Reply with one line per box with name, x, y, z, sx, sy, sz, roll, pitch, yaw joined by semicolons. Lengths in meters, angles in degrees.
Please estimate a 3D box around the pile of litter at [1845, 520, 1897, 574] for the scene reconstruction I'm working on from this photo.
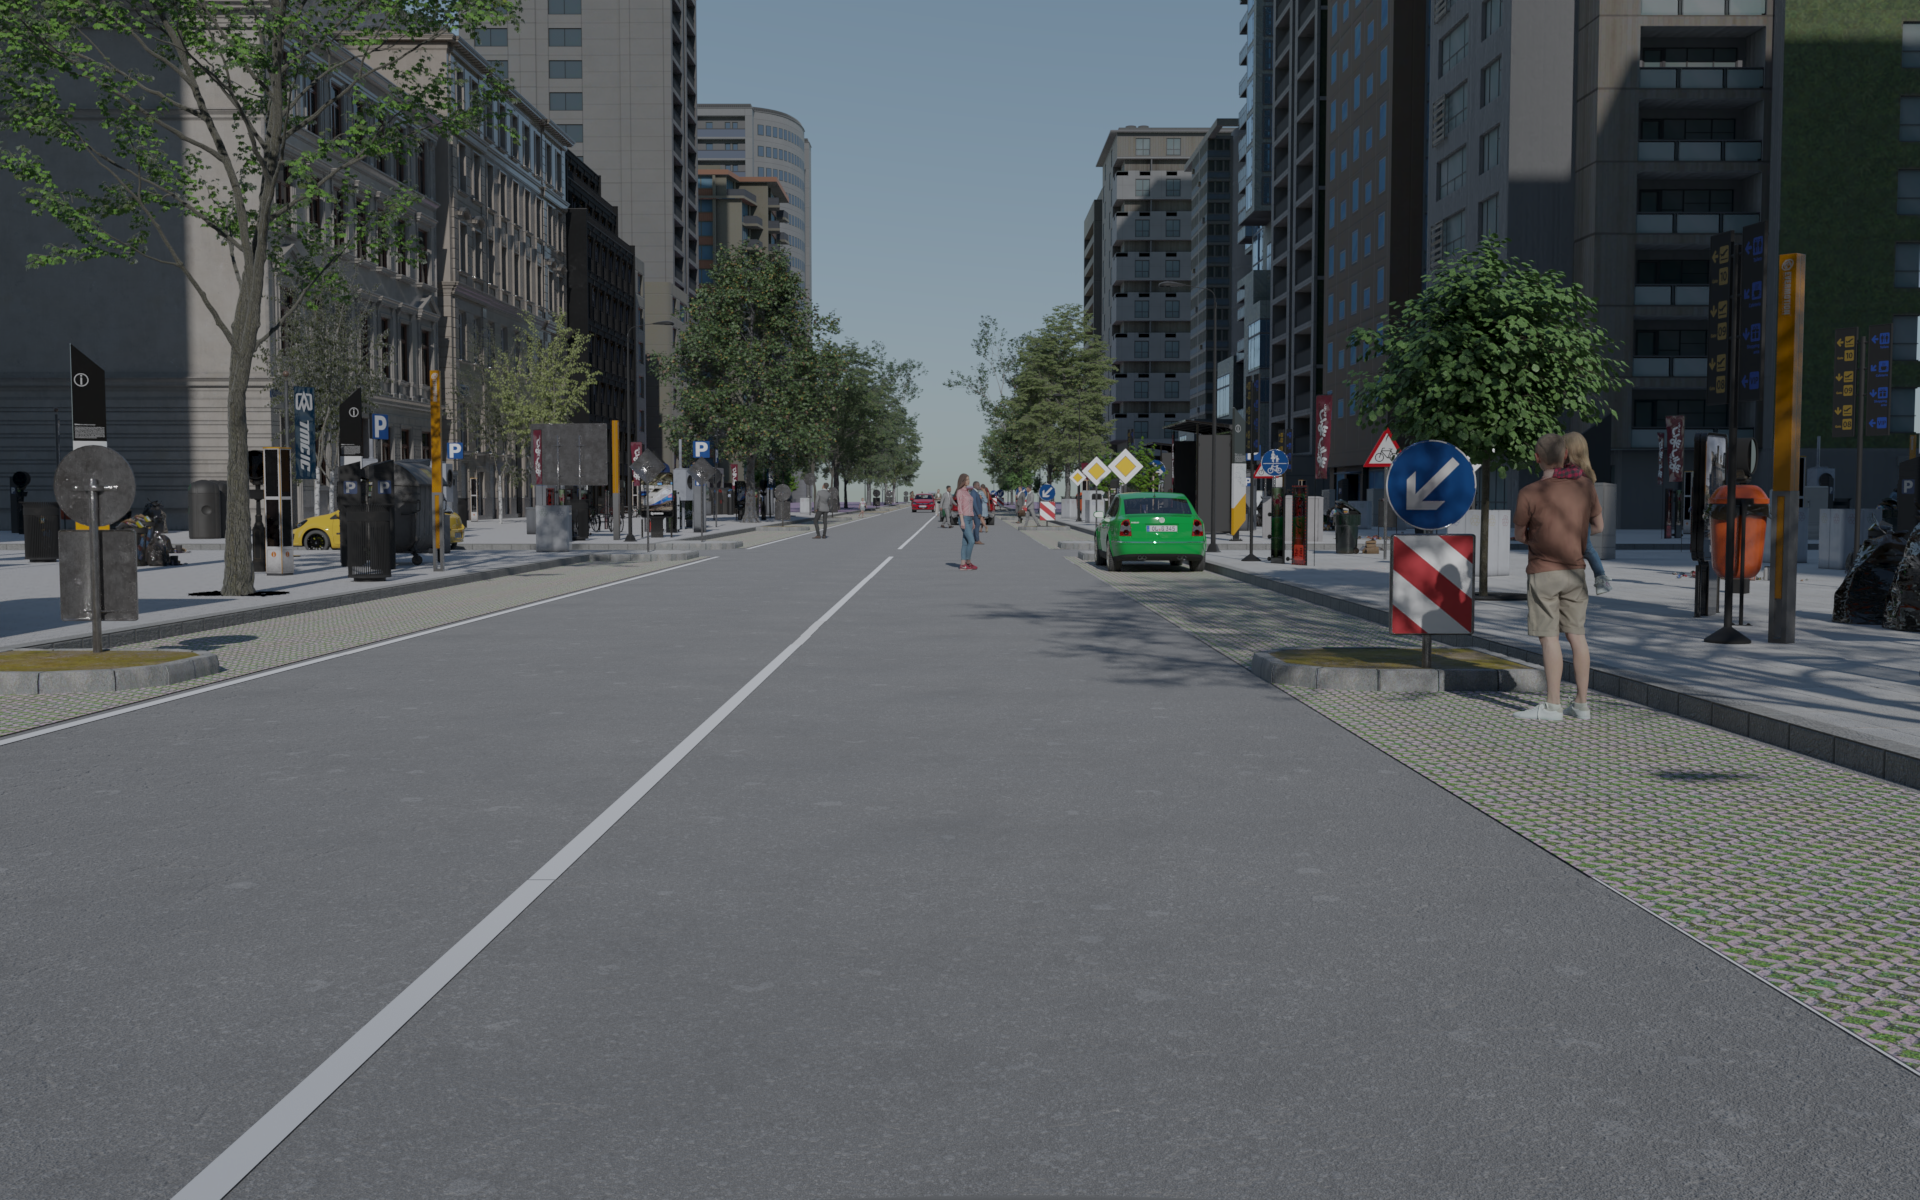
pile of litter;15.128;-0.859;28.015;1.719;0.858;1.176;0;4;3

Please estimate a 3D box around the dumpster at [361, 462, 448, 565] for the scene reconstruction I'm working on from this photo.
dumpster;-10.274;-1.592;31.788;1.264;1.857;1.865;0;3;0

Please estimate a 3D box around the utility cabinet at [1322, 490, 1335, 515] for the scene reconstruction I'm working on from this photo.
utility cabinet;17.902;-4.621;84.235;0.318;1.500;1.173;0;4;-6

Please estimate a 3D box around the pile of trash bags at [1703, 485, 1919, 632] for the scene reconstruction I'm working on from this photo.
pile of trash bags;9.047;-0.430;16.778;3.447;1.369;1.912;1;4;13

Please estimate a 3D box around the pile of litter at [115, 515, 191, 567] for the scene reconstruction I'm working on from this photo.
pile of litter;-14.764;-1.035;30.894;1.719;0.858;1.176;-1;4;-9

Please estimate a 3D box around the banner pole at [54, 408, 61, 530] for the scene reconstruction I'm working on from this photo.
banner pole;-26.209;-3.692;50.387;0.401;3.779;0.863;-1;4;-20

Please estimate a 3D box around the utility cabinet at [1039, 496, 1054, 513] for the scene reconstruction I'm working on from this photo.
utility cabinet;5.800;-6.415;116.042;1.020;1.237;0.306;-1;4;-18

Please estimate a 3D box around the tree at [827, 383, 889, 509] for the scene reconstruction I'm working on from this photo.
tree;-10.098;-13.928;153.470;9.928;11.665;9.643;0;3;0

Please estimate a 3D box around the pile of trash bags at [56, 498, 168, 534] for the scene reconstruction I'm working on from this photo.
pile of trash bags;-27.511;-2.847;56.299;3.447;1.369;1.912;-1;4;-12

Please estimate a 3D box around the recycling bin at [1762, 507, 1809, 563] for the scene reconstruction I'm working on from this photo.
recycling bin;15.372;-1.218;32.463;0.722;1.027;0.722;0;4;-4

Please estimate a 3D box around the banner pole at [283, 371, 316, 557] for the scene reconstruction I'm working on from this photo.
banner pole;-13.533;-2.778;35.430;0.401;3.779;0.863;3;4;38

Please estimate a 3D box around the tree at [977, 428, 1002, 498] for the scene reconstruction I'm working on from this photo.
tree;6.213;-20.932;267.986;9.928;11.665;9.643;0;3;0

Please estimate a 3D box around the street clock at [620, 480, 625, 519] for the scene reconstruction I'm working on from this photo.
street clock;-17.524;-5.220;89.918;0.358;2.002;0.471;0;4;-3

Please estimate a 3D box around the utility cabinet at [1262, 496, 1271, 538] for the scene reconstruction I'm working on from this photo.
utility cabinet;9.340;-2.411;50.576;1.020;1.237;0.306;3;5;43

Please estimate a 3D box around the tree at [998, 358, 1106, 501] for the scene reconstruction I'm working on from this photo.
tree;6.222;-11.028;114.716;8.767;10.594;7.601;3;5;43

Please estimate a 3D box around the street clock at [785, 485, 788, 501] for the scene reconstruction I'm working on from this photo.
street clock;-9.701;-5.582;95.840;0.471;2.002;0.358;-1;4;-12

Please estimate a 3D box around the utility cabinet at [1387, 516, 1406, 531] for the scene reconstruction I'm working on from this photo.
utility cabinet;15.386;-3.060;61.190;0.306;1.237;1.020;3;5;44

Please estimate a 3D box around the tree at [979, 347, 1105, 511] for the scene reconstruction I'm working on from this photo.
tree;6.651;-13.024;129.946;9.611;12.733;9.660;0;3;0

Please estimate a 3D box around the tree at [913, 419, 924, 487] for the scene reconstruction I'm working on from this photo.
tree;-10.251;-17.469;192.277;9.857;13.997;8.962;0;3;0

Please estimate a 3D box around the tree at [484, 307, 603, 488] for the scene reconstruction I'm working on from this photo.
tree;-16.122;-7.156;67.361;4.737;8.622;4.395;0;3;0

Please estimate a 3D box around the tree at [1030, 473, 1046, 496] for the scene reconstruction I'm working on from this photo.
tree;6.486;-9.262;146.043;1.663;3.219;1.824;0;3;0

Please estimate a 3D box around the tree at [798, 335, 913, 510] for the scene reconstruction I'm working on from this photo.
tree;-9.816;-14.192;138.688;9.857;13.997;8.962;0;3;0

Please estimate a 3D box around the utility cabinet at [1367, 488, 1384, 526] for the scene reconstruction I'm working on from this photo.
utility cabinet;16.457;-3.657;68.479;0.318;1.500;1.173;3;4;38

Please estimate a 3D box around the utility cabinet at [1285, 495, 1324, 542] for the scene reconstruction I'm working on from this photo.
utility cabinet;9.355;-2.198;47.094;1.020;1.237;0.306;3;5;40

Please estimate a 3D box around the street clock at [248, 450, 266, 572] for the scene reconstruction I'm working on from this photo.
street clock;-11.549;-1.464;28.514;0.471;2.002;0.358;0;4;-2

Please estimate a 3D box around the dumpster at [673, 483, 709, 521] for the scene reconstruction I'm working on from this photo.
dumpster;-10.204;-3.785;64.378;1.502;2.255;1.985;0;3;0

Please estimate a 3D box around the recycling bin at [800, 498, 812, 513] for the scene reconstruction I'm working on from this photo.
recycling bin;-10.216;-6.249;114.730;0.722;1.027;0.722;0;4;-1

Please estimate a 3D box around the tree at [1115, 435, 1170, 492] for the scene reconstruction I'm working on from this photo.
tree;6.093;-3.819;57.035;1.663;3.219;1.824;0;3;0

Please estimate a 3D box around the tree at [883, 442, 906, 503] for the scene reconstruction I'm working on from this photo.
tree;-9.179;-17.744;240.476;4.737;8.622;4.395;0;3;0

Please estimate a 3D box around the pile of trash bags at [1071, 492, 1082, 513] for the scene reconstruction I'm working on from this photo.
pile of trash bags;8.111;-6.600;117.661;1.912;1.369;3.447;0;4;-6

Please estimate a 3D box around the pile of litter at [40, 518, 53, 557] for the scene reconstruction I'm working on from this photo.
pile of litter;-18.242;-1.294;35.120;1.176;0.858;1.719;-1;4;-23

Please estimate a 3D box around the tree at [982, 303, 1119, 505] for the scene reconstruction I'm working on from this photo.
tree;6.108;-11.336;103.476;7.486;12.596;7.792;0;3;0

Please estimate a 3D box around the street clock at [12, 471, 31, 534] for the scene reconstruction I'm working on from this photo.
street clock;-29.857;-3.094;55.149;0.471;2.002;0.358;0;4;2

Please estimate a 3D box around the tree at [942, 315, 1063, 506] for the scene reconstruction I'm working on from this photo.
tree;4.979;-20.061;183.885;12.611;20.169;13.585;0;3;0

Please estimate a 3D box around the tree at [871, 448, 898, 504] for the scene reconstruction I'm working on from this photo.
tree;-10.224;-17.004;228.382;4.360;8.622;3.978;0;3;0

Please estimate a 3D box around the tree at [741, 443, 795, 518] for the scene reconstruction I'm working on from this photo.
tree;-10.110;-6.677;92.883;4.285;4.588;4.351;0;3;0

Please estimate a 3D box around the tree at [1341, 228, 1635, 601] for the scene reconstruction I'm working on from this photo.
tree;6.548;-2.298;21.285;4.285;4.588;4.351;0;3;0

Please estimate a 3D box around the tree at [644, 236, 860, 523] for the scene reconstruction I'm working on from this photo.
tree;-9.315;-9.790;77.072;9.611;12.733;9.660;0;3;0

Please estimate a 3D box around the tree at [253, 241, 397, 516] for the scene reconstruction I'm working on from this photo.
tree;-18.493;-6.085;49.849;4.360;8.622;3.978;0;3;0

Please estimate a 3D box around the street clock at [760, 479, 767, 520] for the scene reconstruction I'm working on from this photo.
street clock;-9.664;-4.934;85.235;0.358;2.002;0.471;1;4;16

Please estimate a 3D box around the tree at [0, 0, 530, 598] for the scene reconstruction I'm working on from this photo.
tree;-8.973;-5.863;21.609;9.928;11.665;9.643;0;3;0

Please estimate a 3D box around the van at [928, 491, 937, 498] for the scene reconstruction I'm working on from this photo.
van;-4.391;-16.331;274.027;2.013;2.044;4.112;0;4;2

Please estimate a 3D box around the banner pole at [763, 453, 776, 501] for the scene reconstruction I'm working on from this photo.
banner pole;-9.752;-5.993;87.998;0.863;3.779;0.401;1;4;13

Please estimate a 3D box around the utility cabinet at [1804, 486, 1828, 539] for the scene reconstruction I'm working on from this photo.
utility cabinet;23.658;-2.438;48.544;1.173;1.500;0.318;2;4;23

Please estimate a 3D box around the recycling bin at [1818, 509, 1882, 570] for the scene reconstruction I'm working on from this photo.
recycling bin;15.210;-1.043;29.603;0.722;1.027;0.722;0;4;-5

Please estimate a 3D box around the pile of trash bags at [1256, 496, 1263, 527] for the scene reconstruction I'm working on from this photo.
pile of trash bags;11.985;-3.602;68.643;3.447;1.369;1.912;1;4;22

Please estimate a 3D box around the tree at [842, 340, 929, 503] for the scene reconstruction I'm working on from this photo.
tree;-10.459;-22.018;215.890;12.611;20.169;13.585;0;3;0

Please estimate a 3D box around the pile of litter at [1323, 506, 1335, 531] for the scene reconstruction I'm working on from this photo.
pile of litter;12.810;-2.859;60.709;1.719;0.858;1.176;-3;4;-36

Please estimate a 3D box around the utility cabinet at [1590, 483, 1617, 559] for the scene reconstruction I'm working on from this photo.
utility cabinet;12.514;-1.561;34.201;0.318;1.500;1.173;-1;4;-10

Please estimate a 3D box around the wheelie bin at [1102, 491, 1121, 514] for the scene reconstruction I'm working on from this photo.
wheelie bin;7.000;-4.407;79.963;0.980;1.594;0.693;2;4;34

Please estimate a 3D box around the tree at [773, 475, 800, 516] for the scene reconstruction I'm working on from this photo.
tree;-10.101;-6.426;99.671;1.663;3.219;1.824;0;3;0

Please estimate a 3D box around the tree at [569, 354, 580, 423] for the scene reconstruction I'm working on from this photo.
tree;-20.028;-8.096;82.737;4.360;8.622;3.978;0;3;0

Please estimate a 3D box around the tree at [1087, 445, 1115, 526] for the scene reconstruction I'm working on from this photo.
tree;5.856;-4.542;68.855;1.663;3.219;1.824;0;3;0

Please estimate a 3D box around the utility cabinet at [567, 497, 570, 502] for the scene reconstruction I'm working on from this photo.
utility cabinet;-11.698;-2.457;51.338;0.306;1.237;1.020;-1;4;-14

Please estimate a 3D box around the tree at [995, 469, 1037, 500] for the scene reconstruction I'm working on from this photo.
tree;5.770;-11.170;166.349;4.285;4.588;4.351;0;3;0

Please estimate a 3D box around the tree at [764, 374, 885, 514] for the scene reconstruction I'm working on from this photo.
tree;-9.659;-11.873;128.537;8.767;10.594;7.601;0;4;1

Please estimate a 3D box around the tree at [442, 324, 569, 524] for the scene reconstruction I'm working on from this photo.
tree;-19.857;-7.568;74.101;4.360;8.622;3.978;0;3;0

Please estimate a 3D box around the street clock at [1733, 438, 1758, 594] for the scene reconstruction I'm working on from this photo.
street clock;10.081;-1.086;22.325;0.358;2.002;0.471;3;5;41
